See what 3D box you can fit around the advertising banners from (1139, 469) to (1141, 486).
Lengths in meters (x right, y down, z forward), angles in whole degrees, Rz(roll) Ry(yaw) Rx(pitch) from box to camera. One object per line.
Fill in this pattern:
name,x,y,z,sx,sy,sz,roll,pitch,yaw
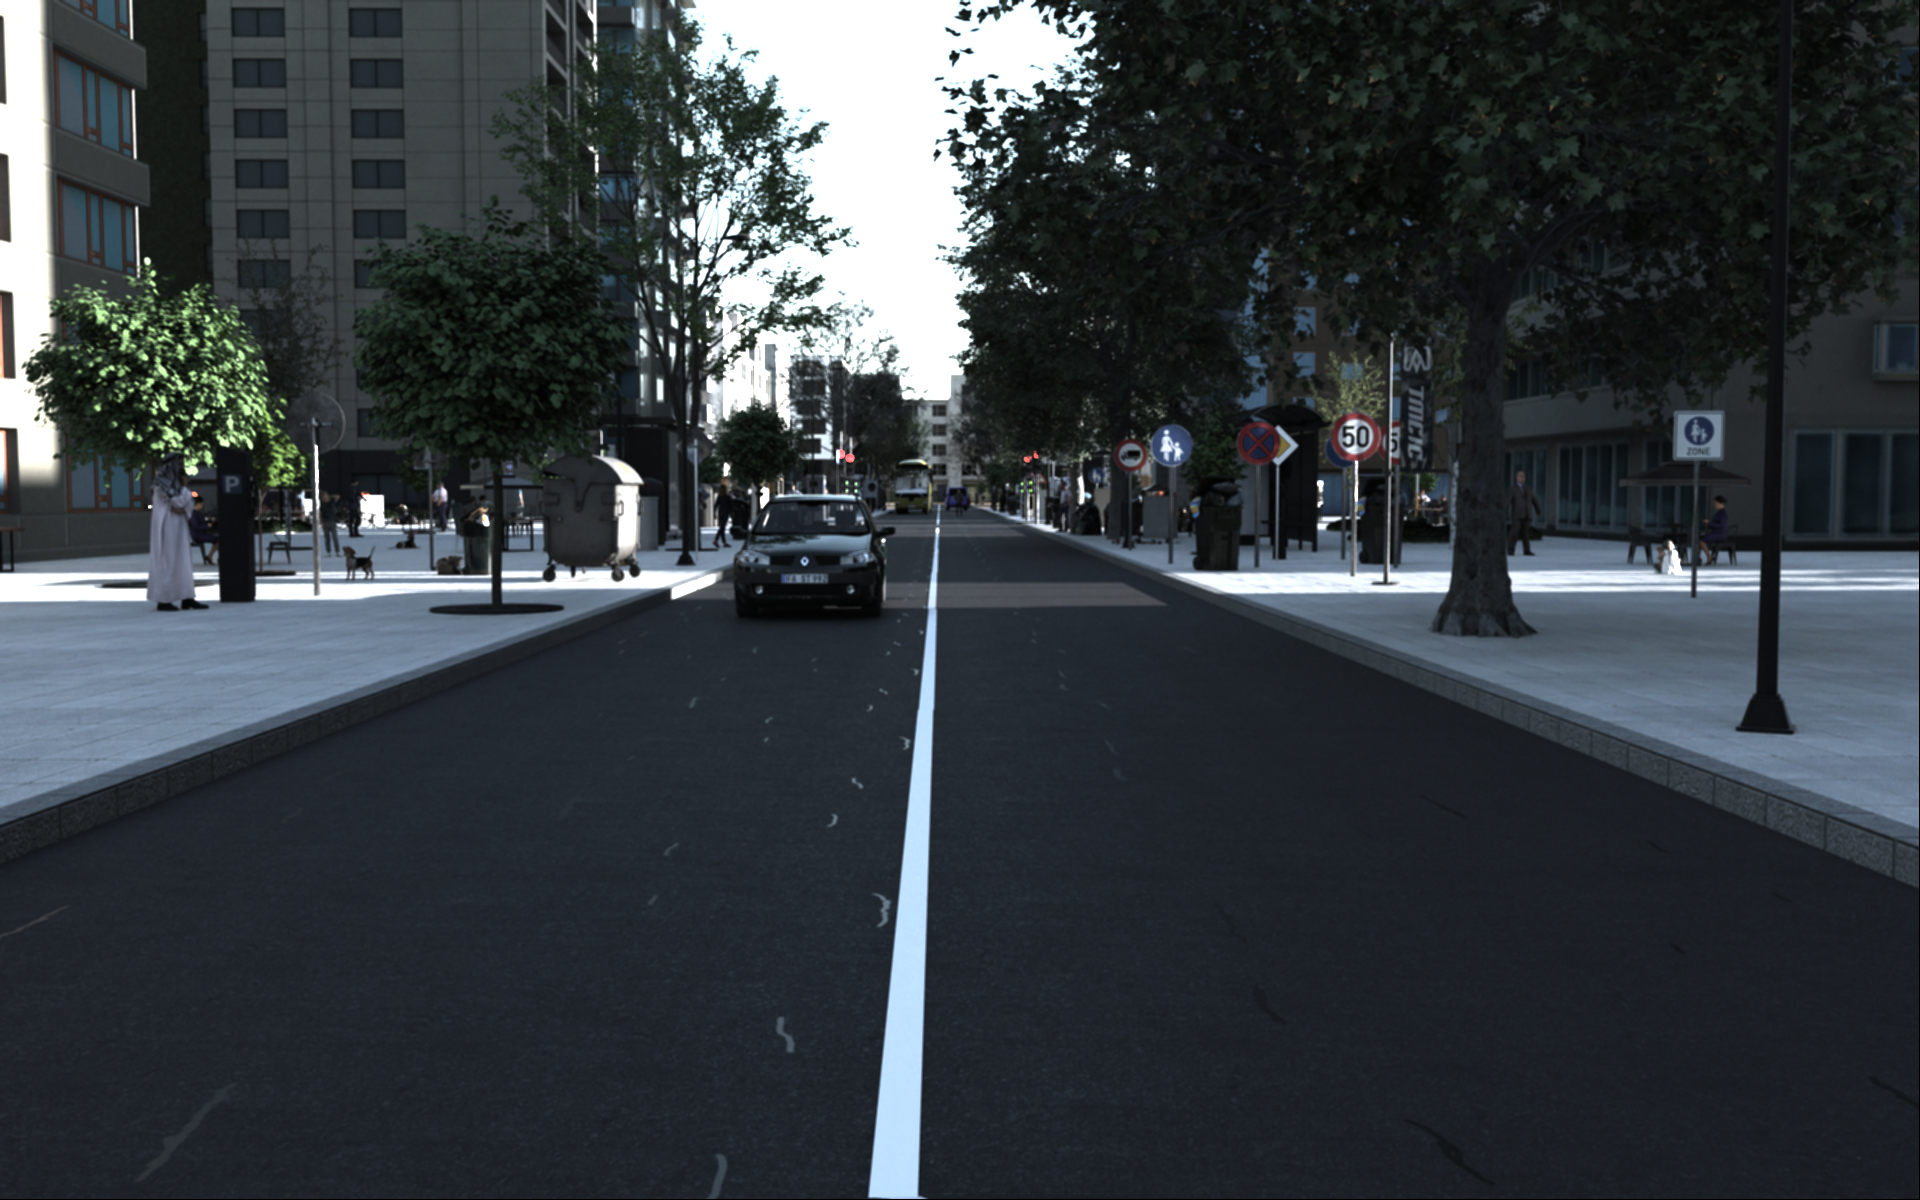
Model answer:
advertising banners,7.691,-4.705,73.112,0.090,3.025,2.074,0,4,-1

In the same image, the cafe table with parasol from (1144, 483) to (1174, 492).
cafe table with parasol,12.680,-6.543,111.850,2.610,1.966,2.610,-3,5,-40

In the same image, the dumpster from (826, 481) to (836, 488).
dumpster,-9.422,-7.430,123.972,1.502,2.255,1.985,0,4,-1

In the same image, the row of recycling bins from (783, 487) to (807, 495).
row of recycling bins,-9.243,-5.726,100.734,1.069,1.692,3.534,3,5,44

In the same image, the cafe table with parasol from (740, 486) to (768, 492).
cafe table with parasol,-17.125,-8.537,144.448,2.610,1.966,2.610,-1,4,-17

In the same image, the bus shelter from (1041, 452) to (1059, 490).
bus shelter,7.120,-9.426,131.745,2.179,5.291,8.768,0,4,-1

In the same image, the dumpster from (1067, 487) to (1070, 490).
dumpster,6.660,-6.138,106.122,1.264,1.857,1.865,0,4,0

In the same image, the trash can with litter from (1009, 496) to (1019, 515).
trash can with litter,3.258,-5.730,105.069,0.624,1.170,1.055,0,4,3

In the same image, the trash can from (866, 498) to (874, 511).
trash can,-6.474,-6.916,124.735,0.748,1.137,0.748,0,3,0

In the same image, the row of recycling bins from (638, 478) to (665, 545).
row of recycling bins,-8.129,-2.141,42.124,1.069,1.692,3.534,1,4,11

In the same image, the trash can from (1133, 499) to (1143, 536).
trash can,5.633,-2.511,52.706,0.748,1.137,0.748,0,3,0

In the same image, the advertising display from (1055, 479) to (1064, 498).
advertising display,4.213,-4.170,73.390,0.123,1.923,0.974,-1,4,-11

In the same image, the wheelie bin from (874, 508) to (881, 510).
wheelie bin,-6.673,-8.162,141.360,0.693,1.594,0.980,-1,4,-21

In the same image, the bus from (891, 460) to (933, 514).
bus,-3.412,-8.377,128.513,2.896,3.916,12.252,0,4,0

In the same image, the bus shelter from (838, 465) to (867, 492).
bus shelter,-8.252,-8.246,128.750,2.014,3.302,5.546,0,4,-1

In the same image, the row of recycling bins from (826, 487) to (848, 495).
row of recycling bins,-6.785,-5.425,95.817,1.069,1.692,3.534,0,4,-7

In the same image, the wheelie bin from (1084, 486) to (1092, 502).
wheelie bin,4.862,-3.797,69.996,0.980,1.594,0.693,1,4,22

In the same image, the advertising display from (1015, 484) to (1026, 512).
advertising display,3.912,-6.302,108.250,0.974,1.923,0.123,1,4,14

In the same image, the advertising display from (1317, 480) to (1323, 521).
advertising display,16.939,-4.696,82.001,0.123,1.923,0.974,3,4,36

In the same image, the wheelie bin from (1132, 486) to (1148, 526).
wheelie bin,7.199,-3.785,69.801,0.693,1.594,0.980,-1,4,-19

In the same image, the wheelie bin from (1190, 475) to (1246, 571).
wheelie bin,4.360,-1.293,29.052,0.980,1.594,0.693,-1,4,-22

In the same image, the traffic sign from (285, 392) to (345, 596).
traffic sign,-8.093,-1.323,21.734,0.768,2.556,0.104,0,4,5

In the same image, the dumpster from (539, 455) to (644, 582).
dumpster,-5.503,-1.231,25.882,1.264,1.857,1.865,0,4,-1

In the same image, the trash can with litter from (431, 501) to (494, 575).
trash can with litter,-7.854,-0.981,27.421,1.055,1.170,0.624,1,4,10

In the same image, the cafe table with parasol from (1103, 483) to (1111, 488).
cafe table with parasol,8.185,-5.816,99.958,2.610,1.966,2.610,-1,4,-13

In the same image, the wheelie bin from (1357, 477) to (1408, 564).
wheelie bin,7.781,-1.460,31.786,0.980,1.594,0.693,-1,4,-17

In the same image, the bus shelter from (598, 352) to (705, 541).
bus shelter,-8.803,-4.329,48.417,2.179,5.291,8.768,0,4,-1

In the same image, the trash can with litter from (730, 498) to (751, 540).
trash can with litter,-6.067,-2.287,48.786,0.624,1.170,1.055,2,4,33

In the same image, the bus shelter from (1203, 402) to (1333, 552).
bus shelter,7.120,-2.862,40.722,2.014,3.302,5.546,0,4,-1

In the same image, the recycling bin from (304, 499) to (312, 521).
recycling bin,-30.826,-4.255,82.122,0.722,1.027,0.722,-2,4,-34

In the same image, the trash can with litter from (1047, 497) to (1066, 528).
trash can with litter,3.764,-3.279,64.993,0.624,1.170,1.055,2,4,28

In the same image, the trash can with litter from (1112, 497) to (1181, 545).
trash can with litter,4.809,-2.058,44.700,2.233,1.210,1.678,-1,4,-20

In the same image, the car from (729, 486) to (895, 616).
car,-1.800,-0.718,21.528,2.009,1.686,4.222,0,4,-1

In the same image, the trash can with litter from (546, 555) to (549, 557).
trash can with litter,-8.064,-1.528,36.041,1.678,1.210,2.233,1,4,14

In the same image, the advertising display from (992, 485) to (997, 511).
advertising display,2.606,-7.626,129.901,0.123,1.923,0.974,-1,4,-12

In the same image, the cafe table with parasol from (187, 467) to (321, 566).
cafe table with parasol,-13.070,-1.618,31.316,2.610,1.966,2.610,2,4,34

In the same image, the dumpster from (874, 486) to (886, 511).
dumpster,-6.281,-7.687,131.439,1.264,1.857,1.865,0,4,-1

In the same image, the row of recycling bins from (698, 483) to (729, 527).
row of recycling bins,-9.791,-3.732,68.139,1.069,1.692,3.534,0,4,5

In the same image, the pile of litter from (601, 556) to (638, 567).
pile of litter,-6.366,-1.048,31.103,1.176,0.858,1.719,2,4,33

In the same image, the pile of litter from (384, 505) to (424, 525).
pile of litter,-23.269,-3.568,72.300,1.719,0.858,1.176,0,4,5

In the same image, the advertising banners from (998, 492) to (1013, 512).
advertising banners,3.504,-7.660,121.435,2.074,3.025,0.090,3,5,42

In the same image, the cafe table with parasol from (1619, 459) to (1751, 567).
cafe table with parasol,12.999,-1.610,31.186,2.610,1.966,2.610,-1,4,-22

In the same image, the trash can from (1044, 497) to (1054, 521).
trash can,4.393,-4.369,83.083,0.748,1.137,0.748,0,3,0

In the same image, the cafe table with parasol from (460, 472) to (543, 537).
cafe table with parasol,-13.724,-2.879,51.939,2.610,1.966,2.610,1,4,19

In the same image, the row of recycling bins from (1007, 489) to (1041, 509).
row of recycling bins,5.597,-8.460,145.431,3.534,1.692,1.069,-1,4,-16

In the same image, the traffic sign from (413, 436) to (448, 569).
traffic sign,-8.975,-1.667,29.379,0.606,2.300,0.079,0,4,4

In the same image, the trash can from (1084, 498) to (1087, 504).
trash can,4.628,-3.432,67.766,0.748,1.137,0.748,0,3,0

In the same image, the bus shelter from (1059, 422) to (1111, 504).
bus shelter,6.551,-6.730,87.671,2.179,5.291,8.768,0,4,-1
